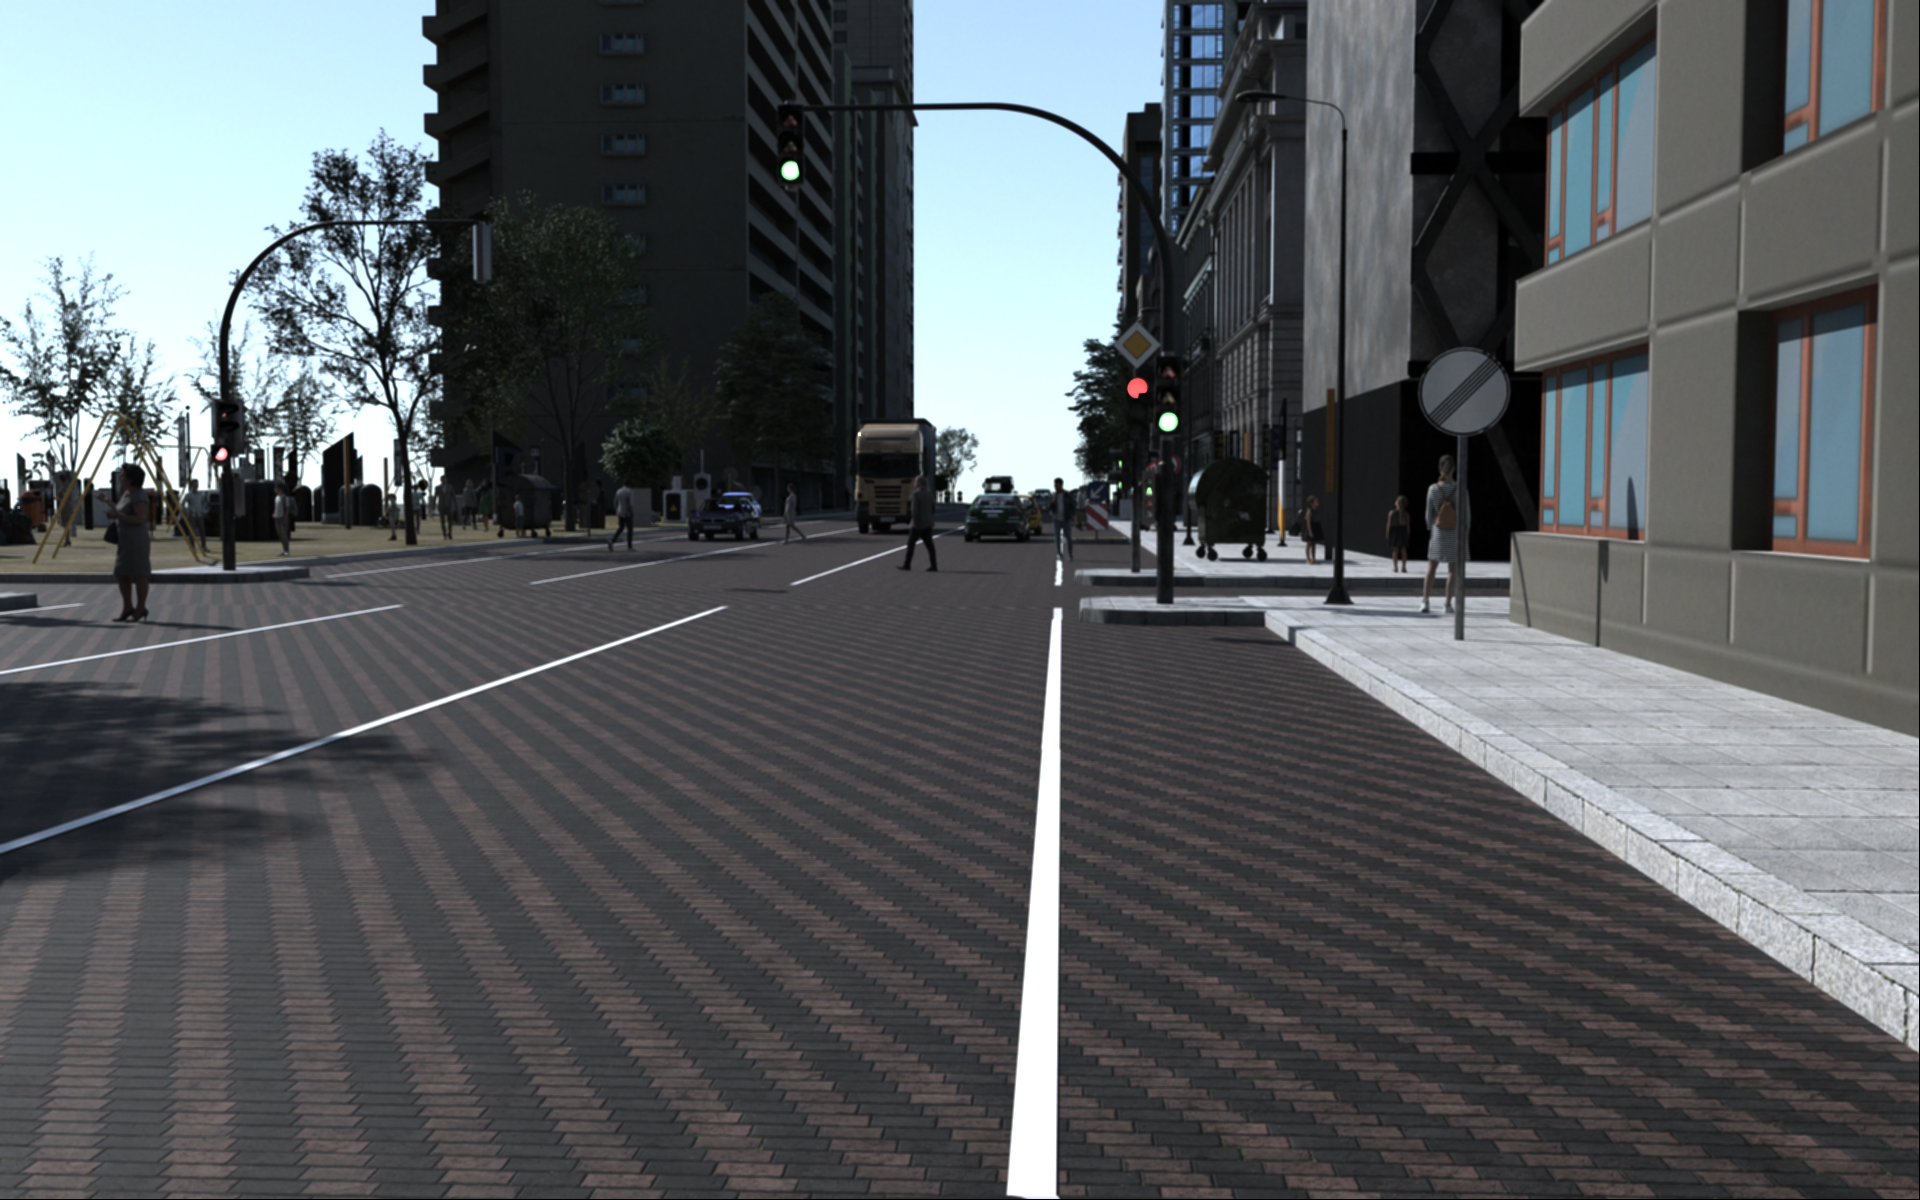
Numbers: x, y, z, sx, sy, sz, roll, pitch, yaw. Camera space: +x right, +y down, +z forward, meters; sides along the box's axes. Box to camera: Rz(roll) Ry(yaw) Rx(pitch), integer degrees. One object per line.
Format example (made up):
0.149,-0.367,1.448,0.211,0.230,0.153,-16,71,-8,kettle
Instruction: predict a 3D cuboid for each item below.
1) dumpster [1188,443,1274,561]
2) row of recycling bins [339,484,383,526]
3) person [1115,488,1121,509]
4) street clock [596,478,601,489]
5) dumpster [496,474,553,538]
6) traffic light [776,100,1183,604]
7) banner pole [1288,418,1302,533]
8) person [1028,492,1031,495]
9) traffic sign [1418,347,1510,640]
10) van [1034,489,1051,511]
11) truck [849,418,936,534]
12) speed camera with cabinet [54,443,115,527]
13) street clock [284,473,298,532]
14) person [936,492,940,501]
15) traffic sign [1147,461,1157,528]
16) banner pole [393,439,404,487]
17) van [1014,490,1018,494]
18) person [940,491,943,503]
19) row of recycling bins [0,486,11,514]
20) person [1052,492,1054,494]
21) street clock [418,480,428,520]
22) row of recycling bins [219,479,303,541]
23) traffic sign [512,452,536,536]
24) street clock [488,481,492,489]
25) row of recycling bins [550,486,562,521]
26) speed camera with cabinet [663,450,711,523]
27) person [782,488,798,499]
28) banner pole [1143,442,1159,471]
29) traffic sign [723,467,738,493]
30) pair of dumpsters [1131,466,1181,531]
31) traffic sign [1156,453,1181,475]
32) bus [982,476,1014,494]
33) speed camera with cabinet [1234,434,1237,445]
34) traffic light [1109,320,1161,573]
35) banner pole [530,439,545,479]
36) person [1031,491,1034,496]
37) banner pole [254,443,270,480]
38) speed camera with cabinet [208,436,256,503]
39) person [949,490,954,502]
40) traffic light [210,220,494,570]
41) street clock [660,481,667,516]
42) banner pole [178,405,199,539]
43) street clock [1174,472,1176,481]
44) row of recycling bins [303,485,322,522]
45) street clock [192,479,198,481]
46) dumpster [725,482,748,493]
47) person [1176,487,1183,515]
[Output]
5.277,-1.915,33.796,1.502,2.255,1.985,0,4,3,dumpster
-24.385,-3.868,70.347,1.069,1.692,3.534,-3,4,-36,row of recycling bins
13.846,-8.836,150.521,1.348,1.823,0.705,-2,4,-34,person
-16.481,-4.556,79.053,0.358,2.002,0.471,-1,4,-14,street clock
-12.937,-2.791,51.387,1.264,1.857,1.865,0,4,3,dumpster
0.282,-2.784,20.179,4.771,5.953,1.251,0,4,3,traffic light
11.088,-4.094,56.962,0.401,3.779,0.863,0,4,-8,banner pole
9.596,-13.934,237.042,1.217,1.743,0.721,-3,4,-37,person
4.393,-0.921,15.159,0.768,2.556,0.104,1,4,12,traffic sign
6.897,-8.422,144.705,2.013,2.044,4.112,0,4,3,van
-2.396,-4.730,66.247,2.839,4.237,11.283,0,4,2,truck
-34.294,-4.496,67.847,2.038,3.252,0.660,0,4,-6,speed camera with cabinet
-22.898,-3.349,59.321,0.471,2.002,0.358,-1,4,-22,street clock
-3.310,-14.103,237.345,1.217,1.735,0.721,-1,4,-22,person
7.468,-4.029,65.980,0.768,2.556,0.104,0,4,7,traffic sign
-22.191,-4.816,68.758,0.863,3.779,0.401,2,4,31,banner pole
5.966,-11.733,198.850,2.013,2.044,4.112,0,4,3,van
-2.838,-15.367,257.252,0.705,1.831,1.348,1,4,21,person
-48.704,-4.784,85.335,3.534,1.692,1.069,-1,4,-12,row of recycling bins
11.058,-11.855,203.124,0.742,1.727,0.445,1,4,10,person
-26.703,-4.991,86.169,0.471,2.002,0.358,-3,5,-41,street clock
-19.699,-2.535,48.566,1.069,1.692,3.534,0,4,0,row of recycling bins
-13.270,-3.216,52.689,0.768,2.556,0.104,1,4,10,traffic sign
-26.700,-5.766,98.850,0.471,2.002,0.358,-1,4,-17,street clock
-20.639,-4.638,82.950,1.069,1.692,3.534,3,4,36,row of recycling bins
-12.108,-5.040,76.739,2.038,3.252,0.660,0,4,-2,speed camera with cabinet
-10.928,-6.345,110.466,1.217,1.739,0.721,0,4,1,person
9.710,-6.030,88.602,0.863,3.779,0.401,2,4,34,banner pole
-10.948,-5.039,82.498,0.768,2.556,0.104,1,4,11,traffic sign
6.941,-3.604,61.426,1.574,2.255,4.437,0,4,3,pair of dumpsters
6.313,-3.204,52.497,0.768,2.556,0.104,1,4,13,traffic sign
3.930,-10.750,170.618,2.948,3.499,13.247,0,4,3,bus
8.715,-3.850,57.282,0.660,3.252,2.038,0,4,-8,speed camera with cabinet
2.848,-2.400,28.168,0.839,4.253,0.868,0,4,3,traffic light
-19.296,-5.466,79.390,0.863,3.779,0.401,0,4,-1,banner pole
9.445,-13.263,225.359,0.705,1.822,1.348,-1,4,-22,person
-33.971,-5.778,84.494,0.863,3.779,0.401,-1,4,-22,banner pole
-24.983,-3.979,59.395,2.038,3.252,0.660,2,4,35,speed camera with cabinet
-1.500,-15.088,252.673,1.348,1.831,0.705,0,4,-8,person
-10.195,-3.320,28.956,4.771,5.953,1.251,0,4,3,traffic light
-17.058,-5.792,99.272,0.471,2.002,0.358,1,4,8,street clock
-21.947,-3.613,49.083,0.863,3.779,0.401,3,5,41,banner pole
5.668,-2.637,47.685,0.471,2.002,0.358,-1,4,-21,street clock
-30.948,-4.474,80.270,3.534,1.692,1.069,0,4,-4,row of recycling bins
-36.509,-4.778,82.693,0.358,2.002,0.471,-3,4,-36,street clock
-11.067,-4.782,83.942,1.264,1.857,1.865,0,4,3,dumpster
13.423,-6.123,106.982,0.721,1.723,1.217,-3,5,-41,person
